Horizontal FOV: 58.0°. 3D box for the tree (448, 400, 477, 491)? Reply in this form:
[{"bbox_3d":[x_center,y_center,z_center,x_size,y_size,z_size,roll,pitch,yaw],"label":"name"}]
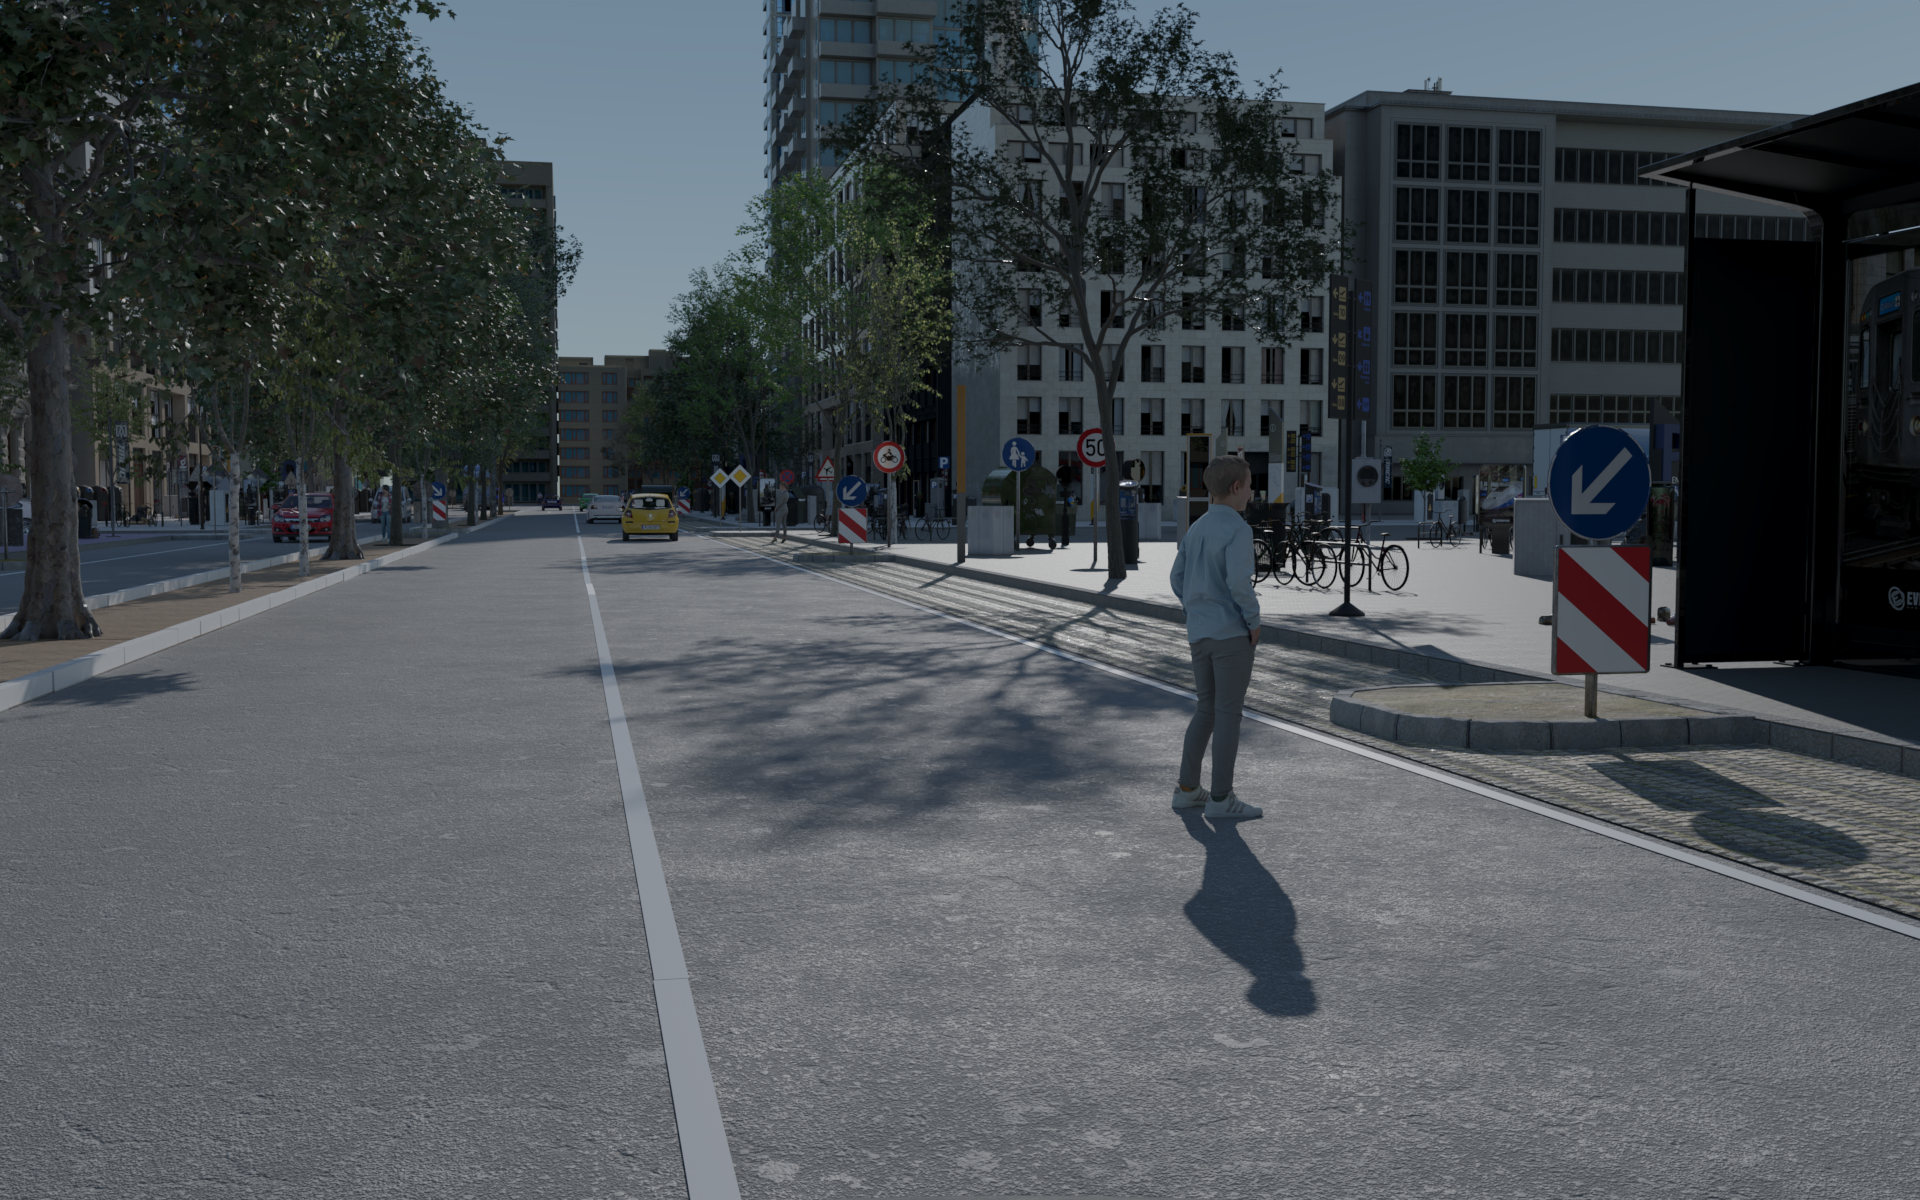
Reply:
[{"bbox_3d":[-16.942,-6.228,54.655,4.737,8.622,4.395,0,3,0],"label":"tree"}]

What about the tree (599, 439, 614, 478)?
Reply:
[{"bbox_3d":[-40.146,-17.143,214.699,8.767,10.594,7.601,-2,4,-30],"label":"tree"}]

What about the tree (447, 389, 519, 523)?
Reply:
[{"bbox_3d":[-24.102,-8.153,86.129,4.360,8.622,3.978,0,3,0],"label":"tree"}]

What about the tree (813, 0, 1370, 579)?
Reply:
[{"bbox_3d":[2.295,-5.626,26.406,8.767,10.594,7.601,-1,4,-21],"label":"tree"}]

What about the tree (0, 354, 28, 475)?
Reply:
[{"bbox_3d":[-23.781,-5.523,40.670,4.737,8.622,4.395,0,3,0],"label":"tree"}]

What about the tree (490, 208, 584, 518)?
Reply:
[{"bbox_3d":[-29.590,-15.066,104.673,12.611,20.169,13.585,0,3,0],"label":"tree"}]

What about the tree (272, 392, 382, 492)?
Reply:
[{"bbox_3d":[-34.950,-10.623,91.819,7.486,12.596,7.792,0,3,0],"label":"tree"}]

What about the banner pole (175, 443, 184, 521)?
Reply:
[{"bbox_3d":[-37.543,-5.705,83.294,0.401,3.779,0.863,-1,4,-11],"label":"banner pole"}]

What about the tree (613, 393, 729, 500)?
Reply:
[{"bbox_3d":[-20.501,-11.892,128.840,7.601,10.594,8.767,0,4,7],"label":"tree"}]

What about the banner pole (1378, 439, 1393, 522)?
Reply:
[{"bbox_3d":[19.366,-5.442,78.997,0.863,3.779,0.401,-1,4,-19],"label":"banner pole"}]

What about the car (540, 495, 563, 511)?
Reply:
[{"bbox_3d":[-35.315,-8.395,149.832,1.945,1.354,3.894,-1,4,-14],"label":"car"}]

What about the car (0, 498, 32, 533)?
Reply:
[{"bbox_3d":[-32.280,-2.769,57.631,4.827,1.381,2.083,-1,4,-12],"label":"car"}]

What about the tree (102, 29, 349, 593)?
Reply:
[{"bbox_3d":[-10.570,-4.419,25.071,4.360,8.622,3.978,0,3,0],"label":"tree"}]

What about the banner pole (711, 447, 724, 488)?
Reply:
[{"bbox_3d":[-12.774,-6.226,91.818,0.863,3.779,0.401,0,4,1],"label":"banner pole"}]

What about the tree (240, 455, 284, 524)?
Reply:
[{"bbox_3d":[-30.197,-4.935,75.292,1.663,3.219,1.824,0,3,0],"label":"tree"}]

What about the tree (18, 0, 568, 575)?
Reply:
[{"bbox_3d":[-13.494,-7.226,37.604,9.611,12.733,9.660,0,3,0],"label":"tree"}]

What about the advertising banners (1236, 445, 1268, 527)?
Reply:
[{"bbox_3d":[10.549,-4.063,62.624,0.090,3.025,2.074,3,5,43],"label":"advertising banners"}]

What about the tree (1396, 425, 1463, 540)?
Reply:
[{"bbox_3d":[13.035,-3.319,48.872,1.663,3.219,1.824,0,3,0],"label":"tree"}]

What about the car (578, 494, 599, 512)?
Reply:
[{"bbox_3d":[-30.662,-8.252,143.718,1.959,1.807,4.718,-1,4,-14],"label":"car"}]

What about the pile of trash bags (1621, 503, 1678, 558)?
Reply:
[{"bbox_3d":[13.852,-1.443,33.344,1.912,1.369,3.447,2,4,31],"label":"pile of trash bags"}]

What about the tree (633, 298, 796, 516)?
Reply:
[{"bbox_3d":[-14.277,-11.261,101.124,9.611,12.733,9.660,0,3,0],"label":"tree"}]

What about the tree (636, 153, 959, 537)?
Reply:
[{"bbox_3d":[-3.598,-7.739,52.287,9.928,11.665,9.643,0,3,0],"label":"tree"}]

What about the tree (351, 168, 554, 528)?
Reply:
[{"bbox_3d":[-20.333,-9.679,67.358,9.857,13.997,8.962,0,3,0],"label":"tree"}]

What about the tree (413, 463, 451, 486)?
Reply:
[{"bbox_3d":[-56.287,-12.361,185.820,4.285,4.588,4.351,0,3,0],"label":"tree"}]

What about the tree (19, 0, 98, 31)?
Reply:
[{"bbox_3d":[-6.120,-5.669,5.523,12.009,13.543,11.850,0,3,0],"label":"tree"}]

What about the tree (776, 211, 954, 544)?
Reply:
[{"bbox_3d":[-1.902,-5.742,44.250,4.360,8.622,3.978,0,3,0],"label":"tree"}]

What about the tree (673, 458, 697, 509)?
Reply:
[{"bbox_3d":[-24.246,-12.146,148.941,4.737,8.622,4.395,0,3,0],"label":"tree"}]

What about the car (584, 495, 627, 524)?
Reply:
[{"bbox_3d":[-17.314,-4.428,84.760,2.083,1.381,4.827,-1,4,-14],"label":"car"}]

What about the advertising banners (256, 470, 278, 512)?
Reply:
[{"bbox_3d":[-50.033,-7.844,124.444,2.074,3.025,0.090,-2,4,-34],"label":"advertising banners"}]

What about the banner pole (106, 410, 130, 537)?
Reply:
[{"bbox_3d":[-25.178,-3.778,51.795,0.401,3.779,0.863,2,4,24],"label":"banner pole"}]

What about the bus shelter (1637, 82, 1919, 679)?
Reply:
[{"bbox_3d":[6.389,-1.133,9.803,1.731,3.624,6.357,-1,4,-12],"label":"bus shelter"}]

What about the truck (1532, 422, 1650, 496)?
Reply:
[{"bbox_3d":[28.822,-4.970,70.171,11.283,4.237,2.839,-1,4,-14],"label":"truck"}]

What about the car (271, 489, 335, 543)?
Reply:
[{"bbox_3d":[-19.681,-2.660,52.535,2.155,1.783,4.494,-1,4,-13],"label":"car"}]

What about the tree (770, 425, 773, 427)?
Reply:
[{"bbox_3d":[-10.890,-10.176,116.742,4.360,8.622,3.978,0,3,0],"label":"tree"}]

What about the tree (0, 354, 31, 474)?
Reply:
[{"bbox_3d":[-34.895,-6.842,62.223,4.360,8.622,3.978,0,3,0],"label":"tree"}]

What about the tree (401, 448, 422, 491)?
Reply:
[{"bbox_3d":[-45.299,-11.561,139.384,4.360,8.622,3.978,0,3,0],"label":"tree"}]

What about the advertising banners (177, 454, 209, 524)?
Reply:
[{"bbox_3d":[-33.001,-4.830,75.152,2.074,3.025,0.090,1,4,8],"label":"advertising banners"}]

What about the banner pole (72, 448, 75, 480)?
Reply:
[{"bbox_3d":[-42.865,-5.693,83.095,0.401,3.779,0.863,3,4,37],"label":"banner pole"}]

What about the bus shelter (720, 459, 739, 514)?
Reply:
[{"bbox_3d":[-14.891,-7.413,112.481,1.731,3.624,6.357,-1,4,-13],"label":"bus shelter"}]

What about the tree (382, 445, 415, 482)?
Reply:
[{"bbox_3d":[-42.642,-12.648,124.927,7.486,12.596,7.792,0,3,0],"label":"tree"}]

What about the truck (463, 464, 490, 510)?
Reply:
[{"bbox_3d":[-44.160,-10.363,159.200,2.967,4.110,18.799,-1,4,-14],"label":"truck"}]

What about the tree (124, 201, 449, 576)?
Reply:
[{"bbox_3d":[-11.317,-4.700,29.659,4.737,8.622,4.395,0,3,0],"label":"tree"}]

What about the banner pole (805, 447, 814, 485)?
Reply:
[{"bbox_3d":[-8.066,-6.270,92.524,0.401,3.779,0.863,-3,5,-41],"label":"banner pole"}]

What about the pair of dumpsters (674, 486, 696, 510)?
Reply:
[{"bbox_3d":[-21.744,-8.234,137.114,1.574,2.255,4.437,-1,4,-13],"label":"pair of dumpsters"}]

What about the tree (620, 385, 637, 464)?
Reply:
[{"bbox_3d":[-9.435,-9.277,77.434,9.928,11.665,9.643,0,3,0],"label":"tree"}]

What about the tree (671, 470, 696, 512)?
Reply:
[{"bbox_3d":[-19.325,-7.803,122.186,1.663,3.219,1.824,0,3,0],"label":"tree"}]

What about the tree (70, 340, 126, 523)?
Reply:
[{"bbox_3d":[-36.971,-7.643,75.326,4.737,8.622,4.395,0,3,0],"label":"tree"}]

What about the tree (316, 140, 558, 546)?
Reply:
[{"bbox_3d":[-15.414,-7.284,47.303,9.928,11.665,9.643,0,3,0],"label":"tree"}]

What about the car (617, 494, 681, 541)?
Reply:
[{"bbox_3d":[-9.684,-2.678,54.006,2.015,1.641,3.980,-1,4,-11],"label":"car"}]

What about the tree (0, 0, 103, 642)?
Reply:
[{"bbox_3d":[-9.060,-5.967,17.029,9.611,12.733,9.660,0,3,0],"label":"tree"}]

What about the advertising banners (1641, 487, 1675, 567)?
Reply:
[{"bbox_3d":[13.095,-2.095,30.439,2.074,3.025,0.090,1,4,14],"label":"advertising banners"}]
